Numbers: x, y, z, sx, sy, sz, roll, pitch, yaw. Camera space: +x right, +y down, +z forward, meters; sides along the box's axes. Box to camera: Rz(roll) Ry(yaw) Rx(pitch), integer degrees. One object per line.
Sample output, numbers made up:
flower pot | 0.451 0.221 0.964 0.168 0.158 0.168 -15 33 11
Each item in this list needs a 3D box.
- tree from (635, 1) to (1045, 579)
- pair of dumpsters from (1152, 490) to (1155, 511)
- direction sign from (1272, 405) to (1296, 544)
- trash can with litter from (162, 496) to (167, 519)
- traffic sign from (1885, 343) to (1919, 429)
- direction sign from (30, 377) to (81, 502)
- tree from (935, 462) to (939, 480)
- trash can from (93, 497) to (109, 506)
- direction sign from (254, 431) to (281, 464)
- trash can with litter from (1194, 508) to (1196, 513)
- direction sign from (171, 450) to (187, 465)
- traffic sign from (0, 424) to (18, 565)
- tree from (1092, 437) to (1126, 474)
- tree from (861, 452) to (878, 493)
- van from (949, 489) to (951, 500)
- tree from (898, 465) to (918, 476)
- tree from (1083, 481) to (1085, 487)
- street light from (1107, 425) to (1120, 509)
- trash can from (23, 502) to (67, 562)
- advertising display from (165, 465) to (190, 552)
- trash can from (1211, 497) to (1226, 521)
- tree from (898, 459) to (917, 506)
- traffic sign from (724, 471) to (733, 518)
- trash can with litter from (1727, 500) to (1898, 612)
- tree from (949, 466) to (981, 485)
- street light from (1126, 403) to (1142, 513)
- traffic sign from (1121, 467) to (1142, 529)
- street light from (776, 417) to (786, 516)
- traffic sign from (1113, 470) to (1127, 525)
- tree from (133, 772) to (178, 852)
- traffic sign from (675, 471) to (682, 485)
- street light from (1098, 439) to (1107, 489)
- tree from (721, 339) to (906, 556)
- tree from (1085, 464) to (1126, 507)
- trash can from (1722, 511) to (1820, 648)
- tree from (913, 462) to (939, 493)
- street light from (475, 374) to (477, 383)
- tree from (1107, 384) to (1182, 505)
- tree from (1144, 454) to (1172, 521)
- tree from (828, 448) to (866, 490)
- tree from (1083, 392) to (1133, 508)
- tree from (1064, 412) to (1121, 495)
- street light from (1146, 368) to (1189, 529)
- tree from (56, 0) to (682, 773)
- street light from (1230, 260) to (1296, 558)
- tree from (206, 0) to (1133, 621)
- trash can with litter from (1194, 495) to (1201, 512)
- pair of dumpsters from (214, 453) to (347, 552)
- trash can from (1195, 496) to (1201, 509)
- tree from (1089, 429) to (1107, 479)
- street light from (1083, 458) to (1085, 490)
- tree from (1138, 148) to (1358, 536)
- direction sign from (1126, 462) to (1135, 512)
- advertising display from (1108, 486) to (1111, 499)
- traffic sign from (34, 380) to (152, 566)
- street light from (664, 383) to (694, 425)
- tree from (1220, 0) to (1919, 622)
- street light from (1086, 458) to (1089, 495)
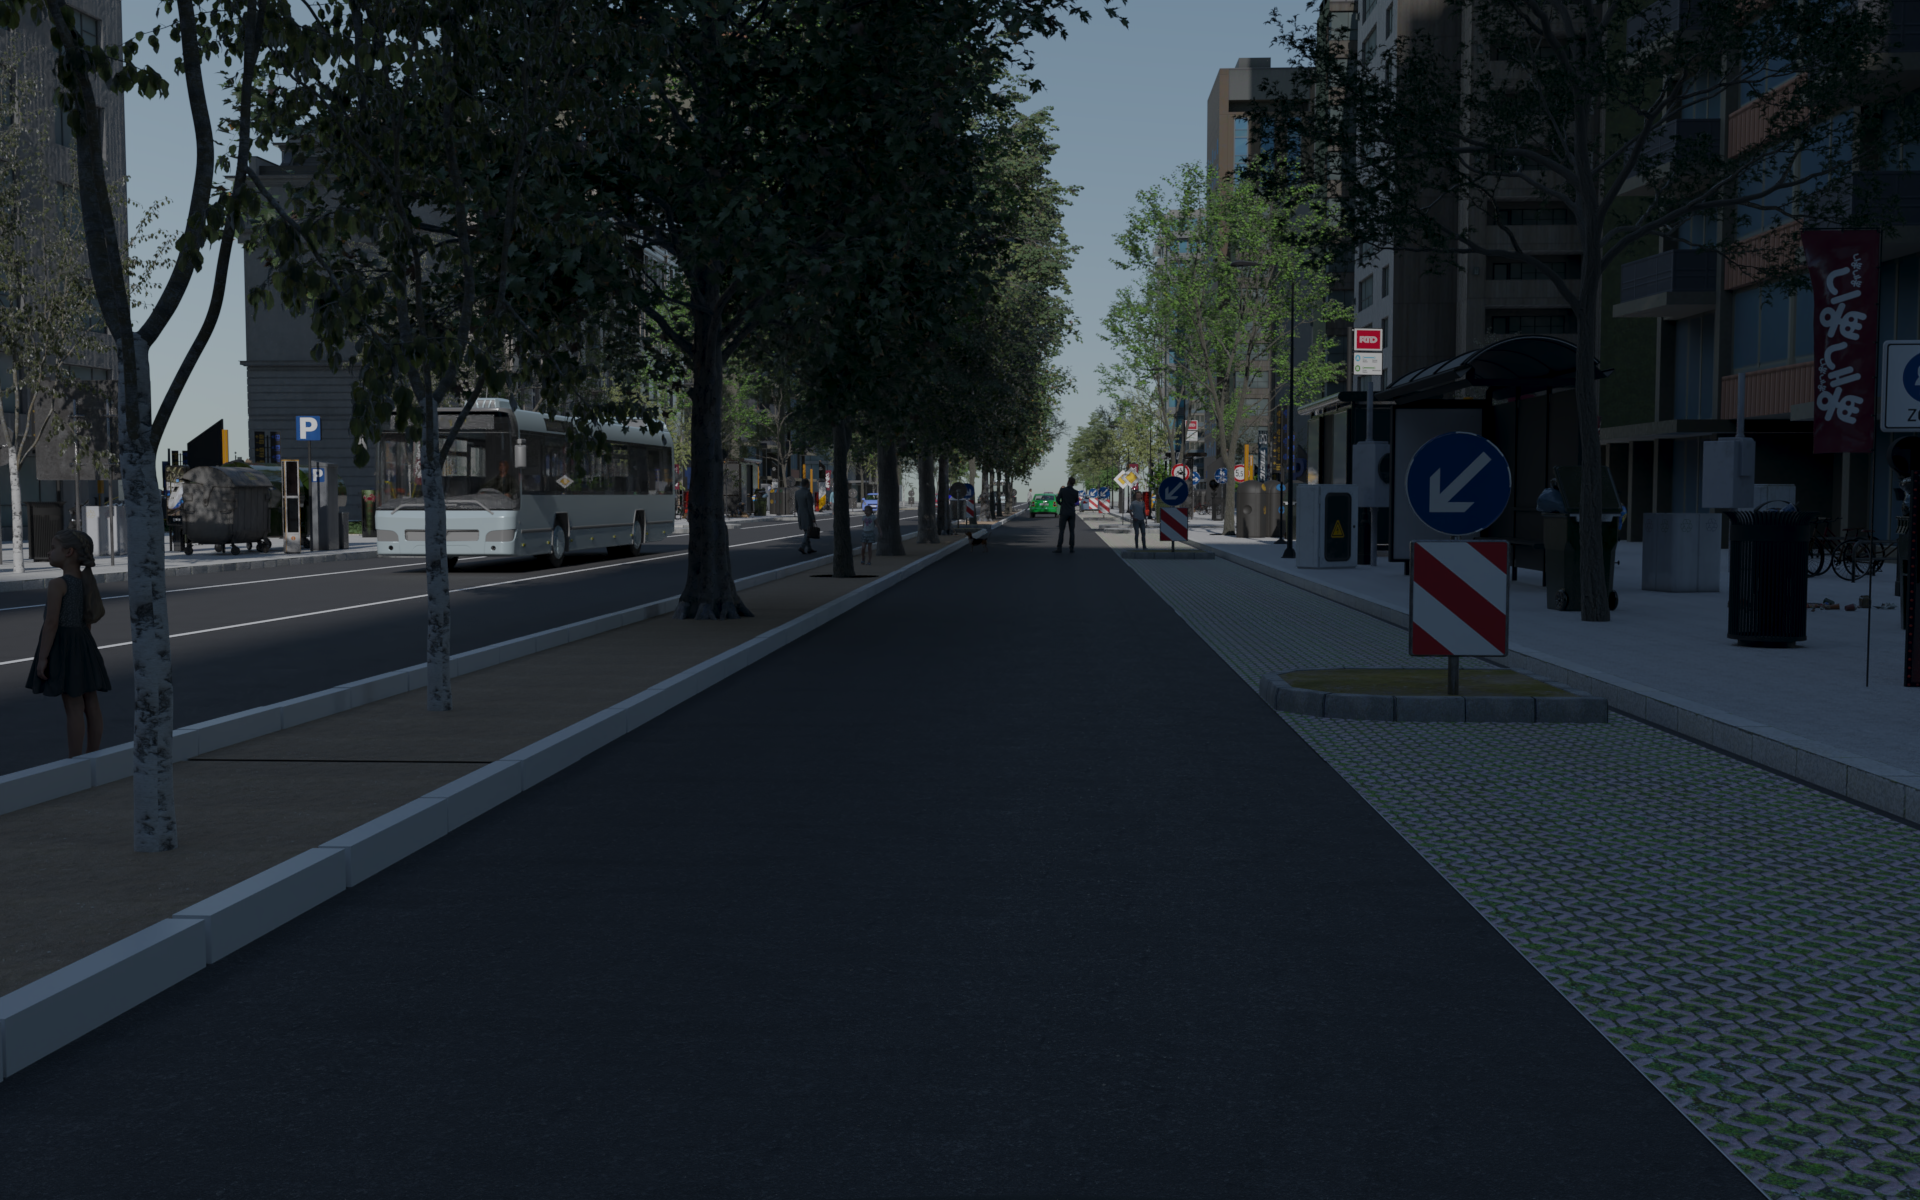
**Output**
tree | -2.094 -6.188 29.391 9.928 11.665 9.643 0 3 0
pair of dumpsters | 14.920 -7.735 128.963 1.574 2.255 4.437 0 4 3
direction sign | 8.257 -3.208 44.450 0.379 3.537 0.876 0 4 -7
trash can with litter | -45.977 -5.353 98.583 1.678 1.210 2.233 -2 4 -30
traffic sign | 6.450 -0.578 11.587 0.606 2.300 0.079 0 4 6
direction sign | -17.509 -2.546 33.626 0.876 3.537 0.379 -2 4 -35
tree | -3.907 -17.454 235.732 4.360 8.622 3.978 0 3 0
trash can | -40.215 -4.254 81.204 0.748 1.137 0.748 0 3 0
direction sign | -25.019 -4.322 62.668 0.876 3.537 0.379 -1 4 -20
trash can with litter | 15.861 -6.649 120.100 0.624 1.170 1.055 3 5 43
direction sign | -40.431 -5.989 89.911 0.876 3.537 0.379 0 4 -6
traffic sign | -17.413 -1.910 31.337 0.768 2.556 0.104 0 4 3
tree | 17.589 -15.663 206.453 4.360 8.622 3.978 0 3 0
tree | -8.166 -13.071 164.071 4.737 8.622 4.395 0 3 0
van | -0.616 -11.497 192.358 2.240 2.365 5.245 0 4 4
tree | -4.855 -18.919 219.695 12.009 13.543 11.850 0 3 0
tree | 20.408 -16.941 260.697 4.285 4.588 4.351 0 3 0
street light | 10.835 -8.833 116.954 1.470 5.913 1.316 0 4 3
trash can | -17.283 -1.290 32.750 0.748 1.137 0.748 0 3 0
advertising display | -17.458 -2.047 38.682 0.974 1.923 0.123 3 5 42
trash can | 12.326 -4.342 82.639 0.748 1.137 0.748 0 3 0
tree | -6.136 -14.491 187.284 4.360 8.622 3.978 0 3 0
traffic sign | -12.504 -5.662 92.682 0.768 2.556 0.104 1 4 13
trash can with litter | 9.530 -0.505 19.308 2.233 1.210 1.678 0 4 -5
tree | 0.073 -23.464 301.762 7.486 12.596 7.792 0 3 0
street light | 9.125 -7.057 87.923 1.470 5.913 1.316 0 4 3
traffic sign | 6.302 -3.676 63.744 0.795 2.450 0.064 0 4 3
street light | -10.195 -7.942 102.393 1.470 5.913 1.316 0 4 3
traffic sign | 6.746 -4.164 71.717 0.795 2.450 0.064 0 4 3
tree | -3.227 -3.280 6.455 4.360 8.622 3.978 0 3 0
traffic sign | -10.765 -3.735 64.713 0.795 2.450 0.064 0 4 3
street light | 12.358 -10.648 146.631 1.470 5.913 1.316 0 4 3
tree | -1.614 -7.984 39.657 9.857 13.997 8.962 0 3 0
tree | 15.861 -11.906 178.383 4.285 4.588 4.351 0 3 0
trash can | 6.811 -0.180 14.596 0.748 1.137 0.748 0 3 0
tree | -3.196 -19.112 246.891 8.767 10.594 7.601 -3 5 -41
street light | -13.108 -4.668 48.860 1.470 5.913 1.316 0 4 3
tree | 11.850 -9.727 109.399 4.737 8.622 4.395 0 3 0
tree | 9.660 -5.480 84.197 1.663 3.219 1.824 0 3 0
tree | -9.342 -11.677 141.284 4.360 8.622 3.978 0 3 0
tree | 14.714 -13.572 156.312 7.601 10.594 8.767 -1 4 -21
tree | 19.062 -19.589 238.411 7.486 12.596 7.792 0 3 0
street light | 7.695 -5.570 63.617 1.470 5.913 1.316 0 4 3
tree | -3.430 -3.554 10.925 4.360 8.622 3.978 0 3 0
street light | 6.069 -3.795 34.581 1.470 5.913 1.316 0 4 3
tree | -2.904 -6.121 19.537 9.611 12.733 9.660 0 3 0
trash can with litter | 16.854 -6.968 124.990 1.678 1.210 2.233 0 4 -1
pair of dumpsters | -15.796 -2.297 40.048 1.574 2.255 4.437 0 4 3
trash can | 18.635 -7.612 136.103 0.748 1.137 0.748 0 3 0
tree | 13.515 -11.279 134.766 4.737 8.622 4.395 0 3 0
street light | 16.583 -15.280 222.366 1.470 5.913 1.316 0 4 3
tree | 8.304 -7.809 53.441 9.928 11.665 9.643 0 3 0
direction sign | 12.860 -8.452 130.180 0.876 3.537 0.379 3 4 38
advertising display | 12.296 -8.413 142.761 0.123 1.923 0.974 0 4 -1
traffic sign | -15.487 -2.268 30.955 2.265 3.308 0.079 1 4 8
street light | -11.807 -6.119 72.586 1.470 5.913 1.316 0 4 3
tree | 6.101 -5.070 17.303 7.601 10.594 8.767 1 4 13
street light | 15.018 -13.477 192.883 1.470 5.913 1.316 0 4 3
